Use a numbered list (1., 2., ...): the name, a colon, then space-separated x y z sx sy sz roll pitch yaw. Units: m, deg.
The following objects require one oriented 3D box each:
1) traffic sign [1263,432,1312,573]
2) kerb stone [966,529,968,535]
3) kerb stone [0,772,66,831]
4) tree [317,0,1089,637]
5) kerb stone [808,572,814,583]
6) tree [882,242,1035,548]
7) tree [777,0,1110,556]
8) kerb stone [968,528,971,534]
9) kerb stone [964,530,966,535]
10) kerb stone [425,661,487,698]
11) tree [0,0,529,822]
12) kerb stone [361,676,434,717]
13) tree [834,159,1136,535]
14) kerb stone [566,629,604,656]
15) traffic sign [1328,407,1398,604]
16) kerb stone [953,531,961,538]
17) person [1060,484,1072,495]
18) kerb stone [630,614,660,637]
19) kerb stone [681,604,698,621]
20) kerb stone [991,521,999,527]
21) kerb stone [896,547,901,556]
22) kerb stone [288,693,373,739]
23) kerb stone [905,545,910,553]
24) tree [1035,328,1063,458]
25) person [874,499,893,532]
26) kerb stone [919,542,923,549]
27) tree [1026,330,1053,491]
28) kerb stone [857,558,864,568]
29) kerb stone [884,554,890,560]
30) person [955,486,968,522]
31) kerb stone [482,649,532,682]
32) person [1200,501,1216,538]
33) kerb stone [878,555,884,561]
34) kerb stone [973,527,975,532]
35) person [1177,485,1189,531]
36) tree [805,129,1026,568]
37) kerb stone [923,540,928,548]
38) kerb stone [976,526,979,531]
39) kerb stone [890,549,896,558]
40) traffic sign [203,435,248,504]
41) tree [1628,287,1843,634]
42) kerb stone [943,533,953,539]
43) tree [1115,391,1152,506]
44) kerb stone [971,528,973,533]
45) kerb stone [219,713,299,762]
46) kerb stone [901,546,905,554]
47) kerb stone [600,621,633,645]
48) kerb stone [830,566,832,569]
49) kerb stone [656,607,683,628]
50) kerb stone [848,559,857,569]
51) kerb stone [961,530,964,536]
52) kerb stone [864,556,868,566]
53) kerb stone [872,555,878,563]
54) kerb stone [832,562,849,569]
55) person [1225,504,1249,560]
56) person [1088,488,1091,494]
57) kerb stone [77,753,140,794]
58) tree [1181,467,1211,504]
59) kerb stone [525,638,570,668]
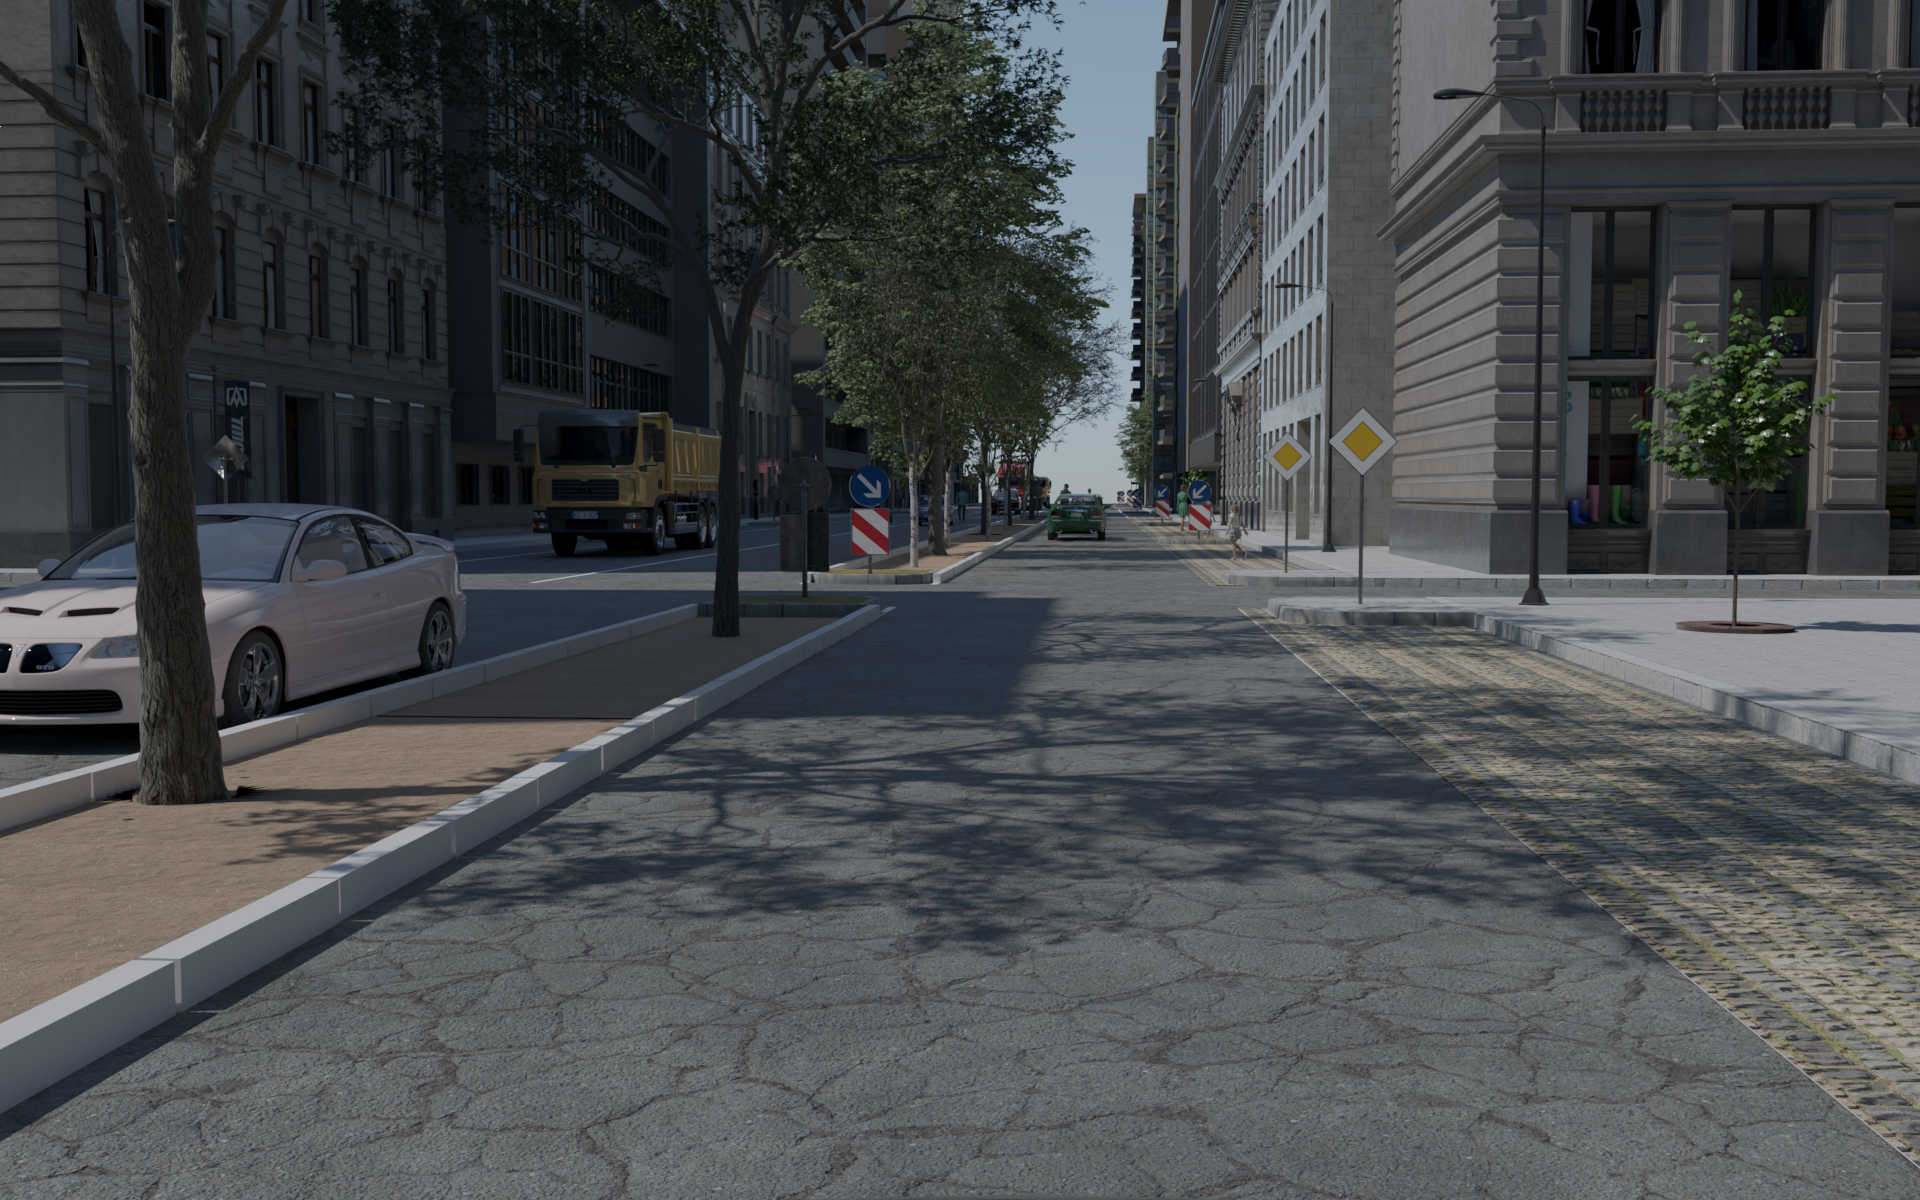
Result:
1. traffic sign: 5.292 -1.493 28.054 0.795 2.450 0.064 0 4 5
2. kerb stone: 0.100 -2.319 60.119 0.120 0.150 1.000 0 4 5
3. kerb stone: -4.104 0.900 7.489 0.120 0.150 1.000 0 4 5
4. tree: -2.398 -4.882 16.695 8.767 10.594 7.601 0 4 5
5. kerb stone: -2.433 -0.379 28.400 0.120 0.150 1.000 0 4 5
6. tree: -0.368 -5.716 46.274 4.737 8.622 4.395 0 3 0
7. tree: -0.484 -7.269 39.438 7.486 12.596 7.792 0 3 0
8. kerb stone: 0.192 -2.382 61.142 0.120 0.150 1.000 0 4 5
9. kerb stone: 0.015 -2.257 59.100 0.120 0.150 1.000 0 4 5
10. kerb stone: -3.695 0.587 12.591 0.120 0.150 1.000 0 4 5
11. tree: -3.739 -4.873 7.894 9.928 11.665 9.643 0 3 0
12. kerb stone: -3.779 0.650 11.569 0.120 0.150 1.000 0 4 5
13. tree: 0.849 -9.001 60.000 12.009 13.543 11.850 0 3 0
14. kerb stone: -3.447 0.400 15.654 0.120 0.150 1.000 0 4 5
15. traffic sign: 4.656 -1.006 20.094 0.795 2.450 0.064 0 4 5
16. kerb stone: -0.144 -2.133 57.062 0.120 0.150 1.000 0 4 5
17. person: 4.129 -3.727 69.239 0.655 1.846 0.447 -2 4 -31
18. kerb stone: -3.281 0.275 17.697 0.120 0.150 1.000 0 4 5
19. kerb stone: -3.127 0.152 19.745 0.120 0.150 1.000 0 4 5
20. kerb stone: 1.567 -3.445 78.513 0.120 0.150 1.000 0 4 5
21. kerb stone: -1.527 -1.069 39.674 0.120 0.150 1.000 0 4 5
22. kerb stone: -3.861 0.714 10.550 0.120 0.150 1.000 0 4 5
23. kerb stone: -1.368 -1.194 41.730 0.120 0.150 1.000 0 4 5
24. tree: 1.812 -7.133 69.451 4.737 8.622 4.395 0 3 0
25. person: -2.907 -3.363 63.455 0.822 1.834 0.622 0 4 6
26. kerb stone: -1.123 -1.382 44.786 0.120 0.150 1.000 0 4 5
27. tree: 0.864 -6.057 51.853 4.360 8.622 3.978 0 3 0
28. kerb stone: -2.027 -0.693 33.528 0.120 0.150 1.000 0 4 5
29. kerb stone: -1.696 -0.944 37.625 0.120 0.150 1.000 0 4 5
30. person: 0.085 -4.827 87.440 0.660 1.820 0.620 -1 4 -11
31. kerb stone: -3.608 0.527 13.609 0.120 0.150 1.000 0 4 5
32. person: 7.771 -2.495 54.306 0.505 1.210 0.382 -2 4 -35
33. kerb stone: -1.778 -0.879 36.607 0.120 0.150 1.000 0 4 5
34. kerb stone: 0.346 -2.508 63.195 0.120 0.150 1.000 0 4 5
35. person: 8.585 -3.546 66.717 0.600 1.795 0.529 2 4 32
36. tree: -0.888 -4.910 33.098 4.360 8.622 3.978 0 3 0
37. kerb stone: -0.954 -1.505 46.831 0.120 0.150 1.000 0 4 5
38. kerb stone: 0.513 -2.631 65.232 0.120 0.150 1.000 0 4 5
39. kerb stone: -1.613 -1.006 38.649 0.120 0.150 1.000 0 4 5
40. traffic sign: -12.495 -1.581 29.490 0.795 2.450 0.064 0 4 5
41. tree: 7.357 -1.333 16.391 1.663 3.219 1.824 0 3 0
42. kerb stone: -0.386 -1.942 53.985 0.120 0.150 1.000 0 4 5
43. tree: 20.656 -16.613 189.742 7.486 12.596 7.792 0 3 0
44. kerb stone: 0.272 -2.445 62.173 0.120 0.150 1.000 0 4 5
45. kerb stone: -3.939 0.775 9.527 0.120 0.150 1.000 0 4 5
46. kerb stone: -1.456 -1.132 40.702 0.120 0.150 1.000 0 4 5
47. kerb stone: -3.371 0.339 16.679 0.120 0.150 1.000 0 4 5
48. kerb stone: -2.347 -0.442 29.422 0.120 0.150 1.000 0 4 5
49. kerb stone: -3.199 0.212 18.725 0.120 0.150 1.000 0 4 5
50. kerb stone: -2.107 -0.630 32.506 0.120 0.150 1.000 0 4 5
51. kerb stone: -0.060 -2.195 58.081 0.120 0.150 1.000 0 4 5
52. kerb stone: -1.935 -0.754 34.552 0.120 0.150 1.000 0 4 5
53. kerb stone: -1.853 -0.819 35.581 0.120 0.150 1.000 0 4 5
54. kerb stone: -2.191 -0.567 31.470 0.120 0.150 1.000 0 4 5
55. person: 5.908 -1.442 37.096 0.505 1.210 0.382 -3 5 -43
56. person: 6.991 -5.083 92.279 0.731 1.740 0.598 1 4 10
57. kerb stone: -4.026 0.840 8.508 0.120 0.150 1.000 0 4 5
58. tree: 14.093 -6.743 104.852 1.663 3.219 1.824 0 3 0
59. kerb stone: -3.532 0.463 14.632 0.120 0.150 1.000 0 4 5
